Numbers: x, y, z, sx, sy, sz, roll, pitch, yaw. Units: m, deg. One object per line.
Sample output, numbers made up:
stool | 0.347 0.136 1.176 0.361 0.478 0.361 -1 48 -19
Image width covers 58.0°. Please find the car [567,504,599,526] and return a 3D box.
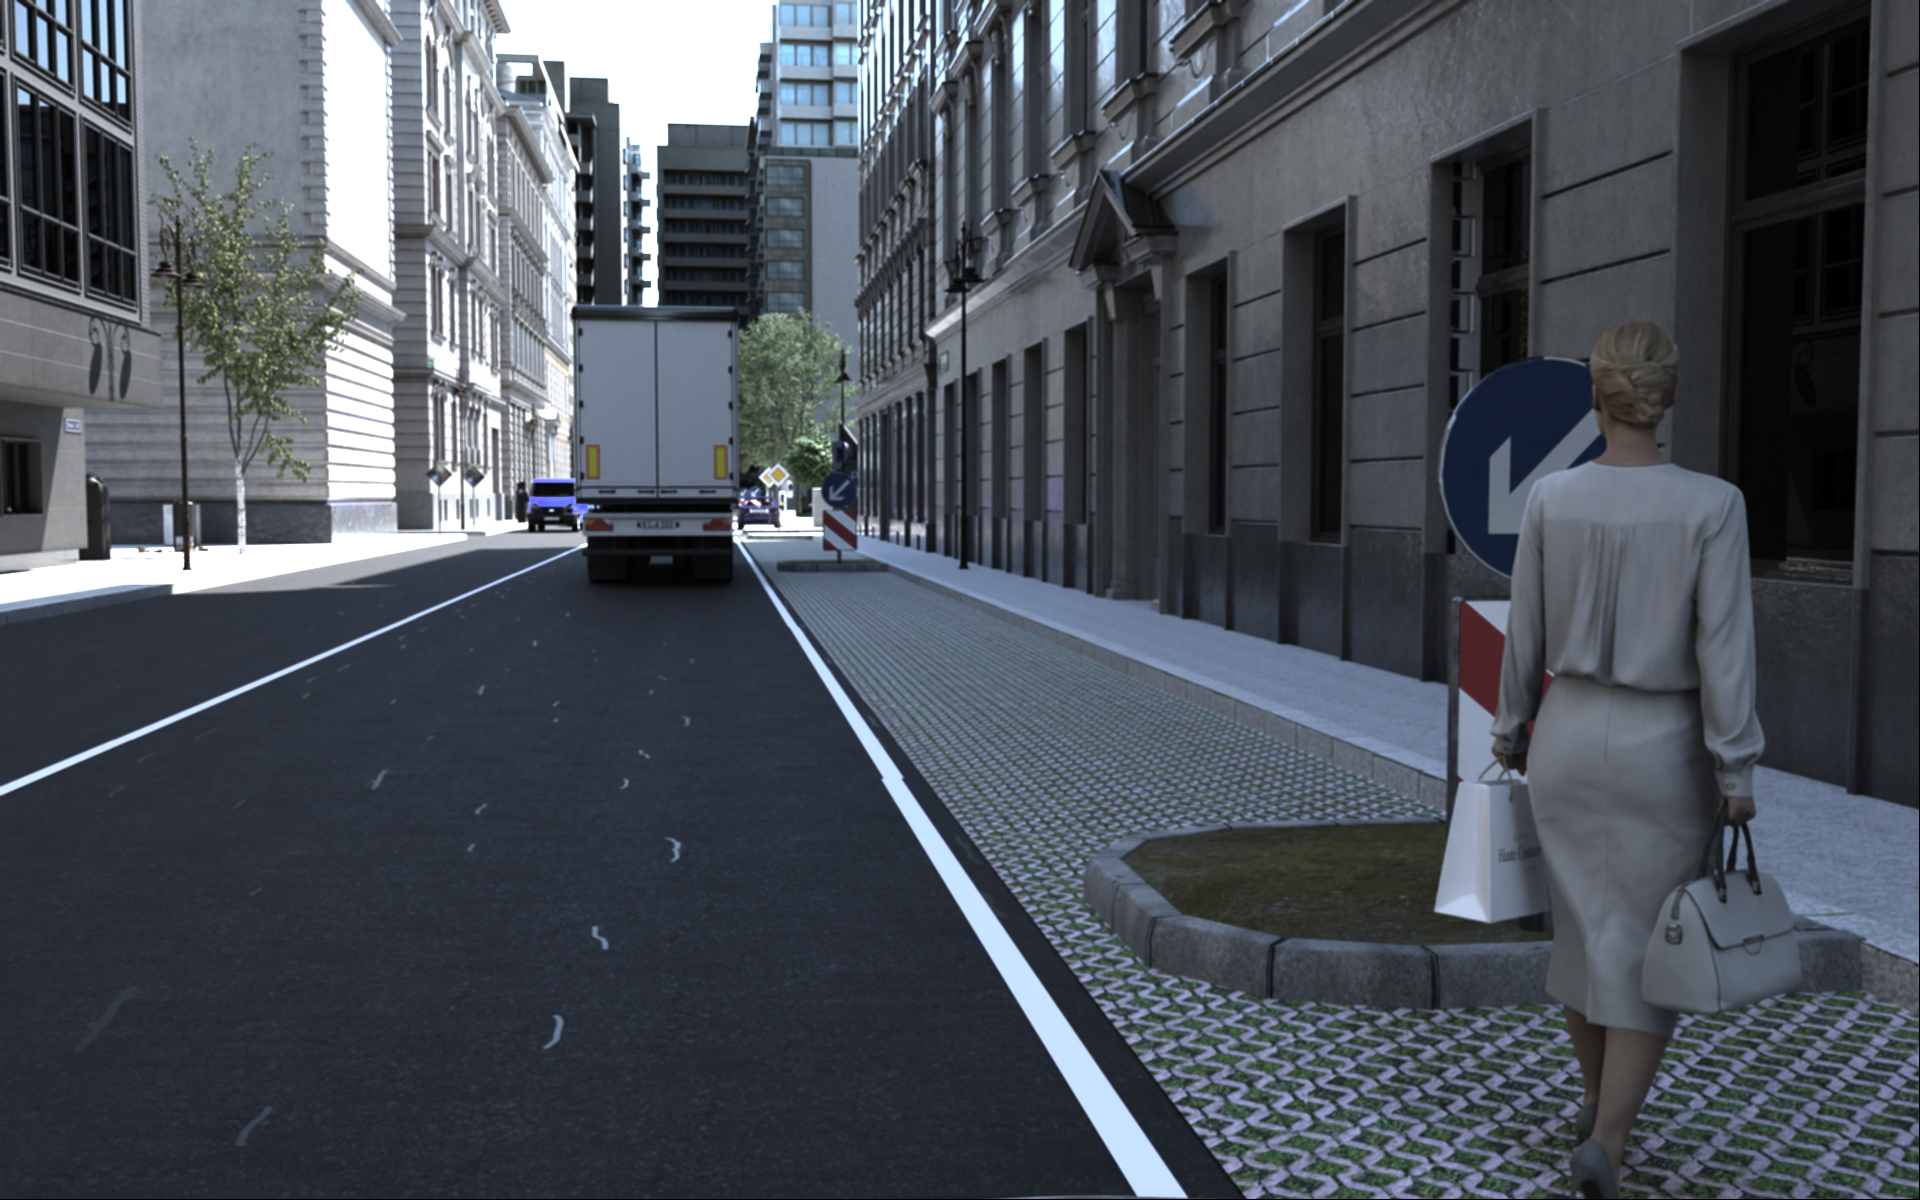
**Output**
car | -16.770 -4.186 78.224 2.009 1.686 4.222 0 4 -7

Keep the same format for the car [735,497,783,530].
car | -8.103 -3.505 69.879 1.945 1.354 3.894 0 4 -7

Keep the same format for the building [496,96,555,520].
building | -28.254 -16.191 93.600 11.050 23.489 19.941 -1 4 -8

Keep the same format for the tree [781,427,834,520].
tree | -7.040 -6.181 84.769 4.285 4.588 4.351 0 3 0

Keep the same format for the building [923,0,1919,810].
building | 10.383 -14.669 16.250 17.030 29.872 44.131 -1 4 -8

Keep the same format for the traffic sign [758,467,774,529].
traffic sign | -6.938 -3.631 63.012 0.795 2.450 0.064 -1 4 -8

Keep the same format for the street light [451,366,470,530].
street light | -17.949 -5.479 62.361 0.468 5.910 1.993 -1 4 -8

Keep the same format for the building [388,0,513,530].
building | -26.634 -17.365 71.310 14.401 28.519 23.554 -1 4 -8

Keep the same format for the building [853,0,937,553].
building | 2.599 -12.092 46.857 9.793 20.994 18.267 -1 4 -8

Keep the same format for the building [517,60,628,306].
building | -49.111 -35.119 197.901 21.600 48.544 21.300 -1 4 -8

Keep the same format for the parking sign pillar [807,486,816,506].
parking sign pillar | -11.248 -8.963 135.024 1.447 3.967 1.447 1 4 21

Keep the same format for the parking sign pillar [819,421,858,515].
parking sign pillar | -4.174 -4.589 63.508 1.447 3.967 1.447 -2 4 -33

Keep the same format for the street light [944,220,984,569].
street light | 0.065 -3.471 29.544 0.468 5.910 1.993 -1 4 -8

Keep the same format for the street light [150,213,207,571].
street light | -12.959 -3.430 28.865 0.468 5.910 1.993 -1 4 -8

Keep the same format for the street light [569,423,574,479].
street light | -25.164 -8.537 112.368 0.468 5.910 1.993 -1 4 -8

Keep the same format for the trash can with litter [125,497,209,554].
trash can with litter | -17.446 -1.650 38.027 1.678 1.210 2.233 2 4 31

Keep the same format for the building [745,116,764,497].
building | -13.389 -33.347 199.851 22.147 44.769 28.867 -1 4 -8

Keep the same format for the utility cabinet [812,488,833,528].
utility cabinet | -4.947 -3.452 65.115 1.173 1.500 0.318 -1 4 -15

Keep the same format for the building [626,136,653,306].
building | -55.743 -37.184 227.558 30.456 49.044 23.786 -1 4 -8

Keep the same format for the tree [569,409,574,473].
tree | -28.944 -11.171 133.009 4.360 8.622 3.978 0 3 0

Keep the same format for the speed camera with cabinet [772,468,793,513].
speed camera with cabinet | -11.912 -7.449 116.134 0.660 3.252 2.038 1 4 20

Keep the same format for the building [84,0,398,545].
building | -25.945 -13.347 47.101 19.941 23.489 11.050 -1 4 -8

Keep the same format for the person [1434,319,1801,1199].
person | 1.293 0.328 3.495 0.624 1.780 0.694 -3 4 -39

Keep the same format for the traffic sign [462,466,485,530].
traffic sign | -17.276 -3.540 61.525 0.795 2.450 0.064 -1 4 -8

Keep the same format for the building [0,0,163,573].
building | -19.559 -13.738 18.130 14.314 27.812 24.014 -1 4 -8

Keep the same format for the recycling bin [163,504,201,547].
recycling bin | -19.067 -1.829 42.457 0.722 1.027 0.722 -1 4 -13

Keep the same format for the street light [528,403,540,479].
street light | -21.558 -7.029 87.713 0.468 5.910 1.993 -1 4 -8

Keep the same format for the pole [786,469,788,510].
pole | -13.837 -8.847 138.487 0.158 3.312 0.155 0 3 0

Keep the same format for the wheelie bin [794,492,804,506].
wheelie bin | -11.588 -7.142 124.679 0.693 1.594 0.980 -1 4 -12

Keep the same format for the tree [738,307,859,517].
tree | -9.255 -10.493 97.313 9.928 11.665 9.643 0 3 0

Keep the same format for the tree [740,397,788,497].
tree | -14.140 -10.802 126.982 4.737 8.622 4.395 0 3 0

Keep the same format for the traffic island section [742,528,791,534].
traffic island section | -6.916 -2.496 63.092 2.009 0.180 2.903 -1 4 -8

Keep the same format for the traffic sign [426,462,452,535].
traffic sign | -16.119 -3.057 53.623 0.795 2.450 0.064 -1 4 -8

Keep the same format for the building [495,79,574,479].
building | -32.608 -20.006 113.009 13.634 28.700 20.117 -1 4 -8

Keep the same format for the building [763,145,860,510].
building | -9.703 -23.003 147.797 14.160 30.474 14.107 -1 4 -8

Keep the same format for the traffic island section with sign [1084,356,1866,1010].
traffic island section with sign | 1.481 0.176 5.755 1.989 1.847 2.006 -1 4 -8

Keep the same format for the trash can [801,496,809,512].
trash can | -10.042 -6.095 111.299 0.748 1.137 0.748 0 3 0

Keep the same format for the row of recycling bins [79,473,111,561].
row of recycling bins | -18.284 -1.633 33.811 3.534 1.692 1.069 1 4 9

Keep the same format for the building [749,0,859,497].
building | -8.716 -33.693 170.482 23.786 49.044 30.456 -1 4 -8

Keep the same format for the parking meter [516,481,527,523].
parking meter | -19.569 -4.378 77.285 0.399 1.863 0.255 0 4 -2

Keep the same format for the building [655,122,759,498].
building | -29.230 -37.101 230.305 21.600 48.544 21.300 -1 4 -8

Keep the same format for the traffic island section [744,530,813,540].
traffic island section | -5.759 -2.013 55.191 2.009 0.180 2.903 -1 4 -8

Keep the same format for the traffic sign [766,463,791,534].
traffic sign | -5.781 -3.148 55.111 0.795 2.450 0.064 -1 4 -8

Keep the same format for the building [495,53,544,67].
building | -46.777 -27.776 146.014 32.217 40.220 23.993 -1 4 -8

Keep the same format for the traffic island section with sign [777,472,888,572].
traffic island section with sign | -2.420 -1.456 32.428 1.989 1.847 2.006 -1 4 -8

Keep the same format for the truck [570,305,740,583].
truck | -5.380 -2.600 31.417 2.839 4.237 11.283 -1 4 -9

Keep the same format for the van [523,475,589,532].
van | -15.499 -3.815 66.752 2.240 2.365 5.245 0 4 -8

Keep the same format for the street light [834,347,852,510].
street light | -3.692 -5.003 54.583 0.468 5.910 1.993 -1 4 -8

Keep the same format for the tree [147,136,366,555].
tree | -14.947 -5.255 36.274 4.737 8.622 4.395 0 3 0

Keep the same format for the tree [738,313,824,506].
tree | -11.982 -11.654 108.668 7.486 12.596 7.792 0 3 0

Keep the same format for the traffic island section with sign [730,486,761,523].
traffic island section with sign | -10.476 -4.820 87.433 1.989 1.847 2.006 -1 4 -8

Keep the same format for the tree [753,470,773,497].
tree | -15.825 -8.833 139.027 1.663 3.219 1.824 0 3 0
